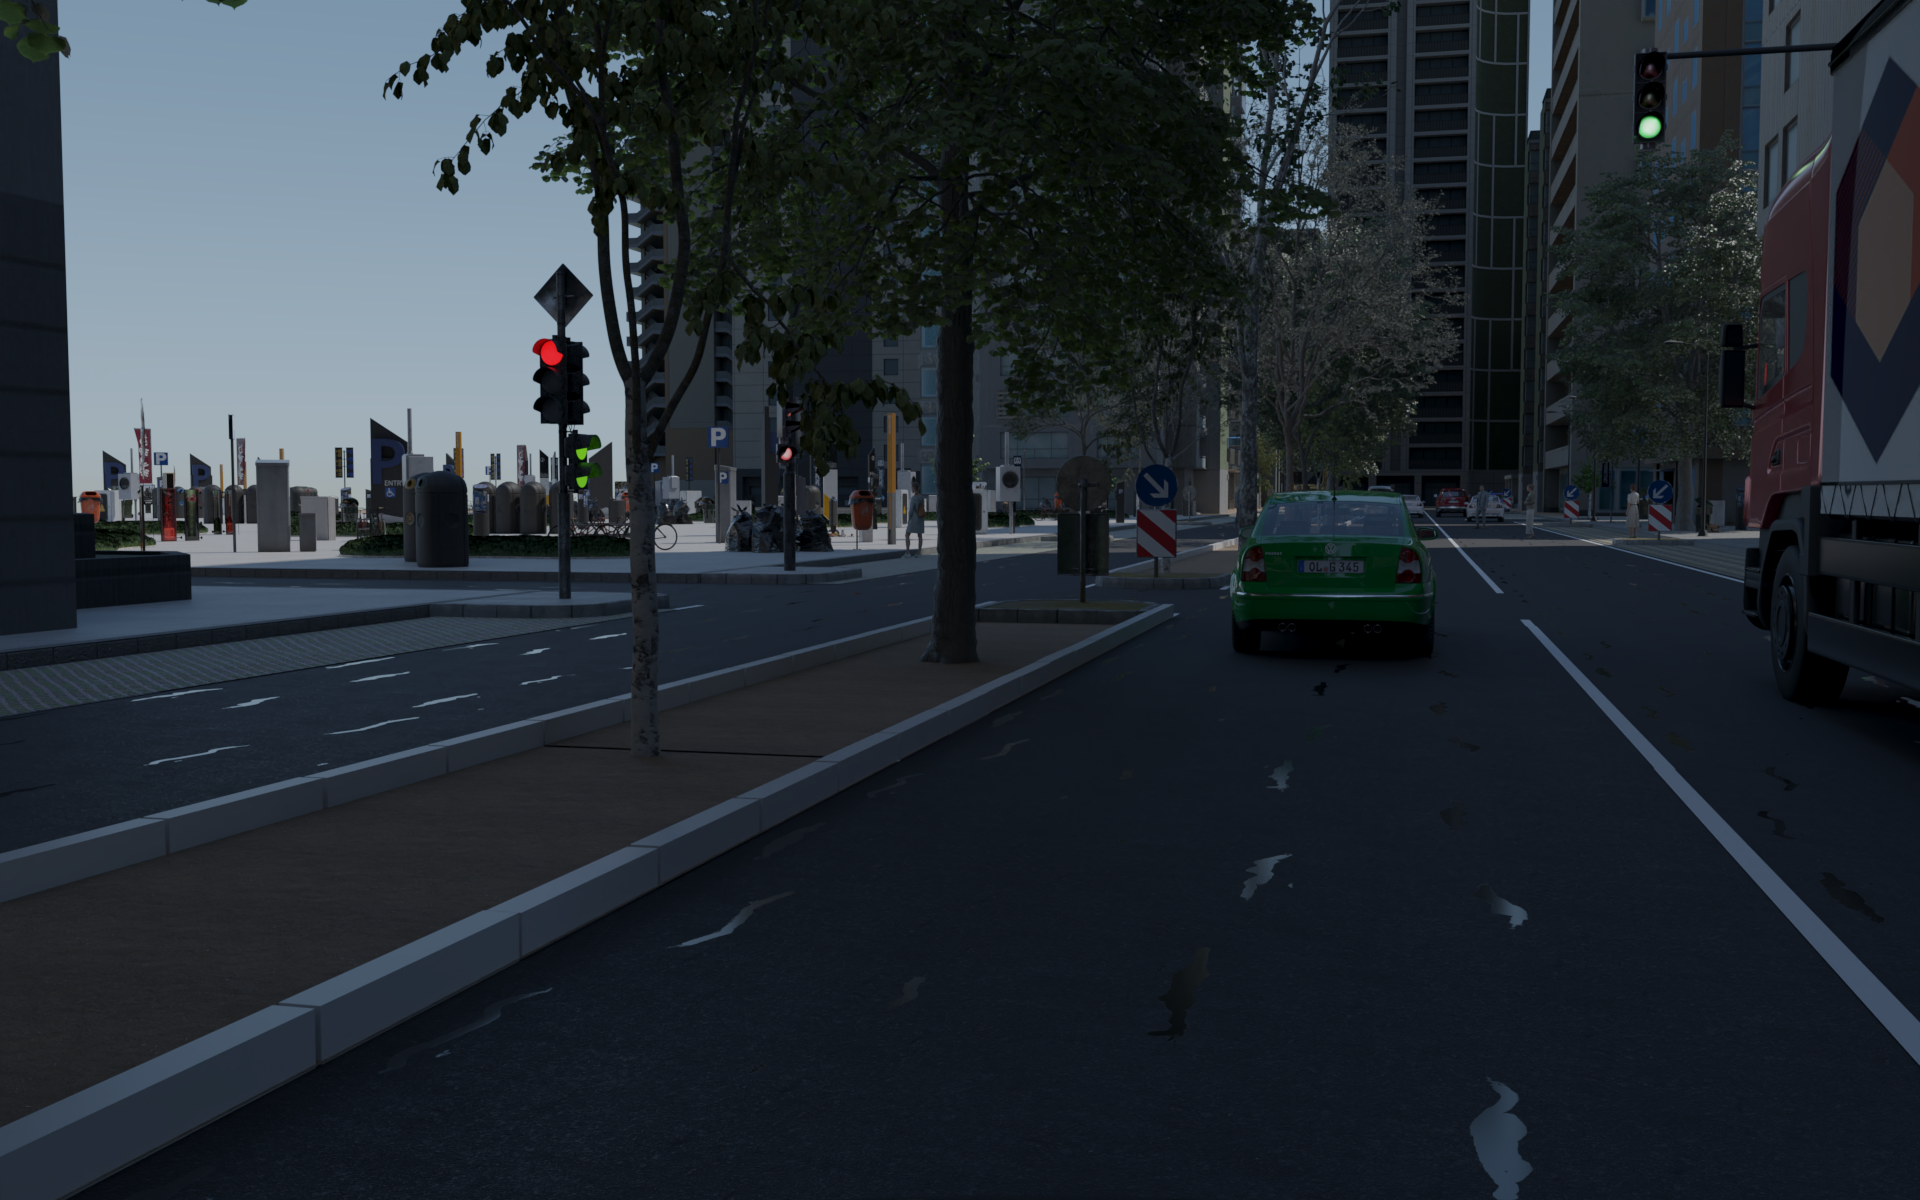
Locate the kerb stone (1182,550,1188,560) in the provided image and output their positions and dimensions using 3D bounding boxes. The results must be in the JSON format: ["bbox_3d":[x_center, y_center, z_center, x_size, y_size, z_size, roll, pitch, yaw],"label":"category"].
[{"bbox_3d":[4.779,-0.945,37.651,0.120,0.150,1.000,1,4,14],"label":"kerb stone"}]

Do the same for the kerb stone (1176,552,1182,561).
[{"bbox_3d":[4.526,-0.885,36.660,0.120,0.150,1.000,1,4,14],"label":"kerb stone"}]

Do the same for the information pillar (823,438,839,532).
[{"bbox_3d":[-4.370,-4.110,58.560,0.504,3.616,0.183,-1,4,-20],"label":"information pillar"}]

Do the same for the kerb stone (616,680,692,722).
[{"bbox_3d":[-2.027,0.665,11.317,0.120,0.150,1.000,1,4,14],"label":"kerb stone"}]

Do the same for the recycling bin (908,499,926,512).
[{"bbox_3d":[-2.246,-4.802,91.068,0.722,1.027,0.722,2,4,27],"label":"recycling bin"}]

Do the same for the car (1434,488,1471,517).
[{"bbox_3d":[30.981,-6.132,108.935,2.281,1.827,5.304,1,4,15],"label":"car"}]

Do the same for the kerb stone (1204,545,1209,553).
[{"bbox_3d":[5.809,-1.188,41.617,0.120,0.150,1.000,1,4,14],"label":"kerb stone"}]

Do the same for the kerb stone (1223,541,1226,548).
[{"bbox_3d":[6.834,-1.431,45.591,0.120,0.150,1.000,1,4,14],"label":"kerb stone"}]

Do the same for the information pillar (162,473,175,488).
[{"bbox_3d":[-27.163,-3.364,59.489,0.304,2.012,0.304,-3,5,-42],"label":"information pillar"}]

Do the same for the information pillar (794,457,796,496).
[{"bbox_3d":[-7.887,-5.570,82.416,0.183,3.616,0.504,0,4,-2],"label":"information pillar"}]

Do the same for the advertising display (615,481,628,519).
[{"bbox_3d":[-16.845,-4.980,86.635,0.974,1.923,0.123,2,4,27],"label":"advertising display"}]

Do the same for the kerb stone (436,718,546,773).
[{"bbox_3d":[-2.541,0.788,9.334,0.120,0.150,1.000,1,4,14],"label":"kerb stone"}]

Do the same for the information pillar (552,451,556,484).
[{"bbox_3d":[-22.321,-6.357,95.288,0.183,3.616,0.504,-2,4,-31],"label":"information pillar"}]

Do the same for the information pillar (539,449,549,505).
[{"bbox_3d":[-21.610,-6.033,89.992,0.504,3.616,0.183,-2,4,-26],"label":"information pillar"}]

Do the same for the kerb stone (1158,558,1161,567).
[{"bbox_3d":[3.750,-0.702,33.675,0.120,0.150,1.000,1,4,14],"label":"kerb stone"}]

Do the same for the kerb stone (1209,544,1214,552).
[{"bbox_3d":[6.063,-1.249,42.612,0.120,0.150,1.000,1,4,14],"label":"kerb stone"}]

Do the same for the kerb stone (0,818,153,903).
[{"bbox_3d":[-3.316,0.969,6.360,0.120,0.150,1.000,1,4,14],"label":"kerb stone"}]

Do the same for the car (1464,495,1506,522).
[{"bbox_3d":[27.378,-4.767,90.299,2.083,1.381,4.827,1,4,16],"label":"car"}]

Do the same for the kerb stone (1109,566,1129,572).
[{"bbox_3d":[2.724,-0.459,29.705,0.120,0.150,1.000,1,4,14],"label":"kerb stone"}]

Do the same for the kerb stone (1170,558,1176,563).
[{"bbox_3d":[4.268,-0.822,35.661,0.120,0.150,1.000,1,4,14],"label":"kerb stone"}]

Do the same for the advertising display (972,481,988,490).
[{"bbox_3d":[0.903,-4.966,86.404,0.974,1.923,0.123,-1,4,-21],"label":"advertising display"}]

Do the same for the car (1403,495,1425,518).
[{"bbox_3d":[27.222,-5.688,105.358,2.083,1.381,4.827,1,4,14],"label":"car"}]

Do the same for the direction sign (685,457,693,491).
[{"bbox_3d":[-16.572,-6.969,105.943,0.379,3.537,0.876,-3,4,-37],"label":"direction sign"}]

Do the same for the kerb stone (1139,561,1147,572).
[{"bbox_3d":[3.243,-0.580,31.684,0.120,0.150,1.000,1,4,14],"label":"kerb stone"}]

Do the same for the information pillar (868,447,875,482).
[{"bbox_3d":[-4.396,-5.799,86.174,0.183,3.616,0.504,2,4,33],"label":"information pillar"}]

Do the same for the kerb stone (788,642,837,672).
[{"bbox_3d":[-1.257,0.483,14.302,0.120,0.150,1.000,1,4,14],"label":"kerb stone"}]

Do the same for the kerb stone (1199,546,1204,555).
[{"bbox_3d":[5.545,-1.126,40.621,0.120,0.150,1.000,1,4,14],"label":"kerb stone"}]

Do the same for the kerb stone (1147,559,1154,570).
[{"bbox_3d":[3.496,-0.642,32.684,0.120,0.150,1.000,1,4,14],"label":"kerb stone"}]

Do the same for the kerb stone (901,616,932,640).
[{"bbox_3d":[-0.489,0.300,17.285,0.120,0.150,1.000,1,4,14],"label":"kerb stone"}]

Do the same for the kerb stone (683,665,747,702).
[{"bbox_3d":[-1.775,0.607,12.319,0.120,0.150,1.000,1,4,14],"label":"kerb stone"}]

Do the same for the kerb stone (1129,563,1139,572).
[{"bbox_3d":[2.987,-0.518,30.693,0.120,0.150,1.000,1,4,14],"label":"kerb stone"}]

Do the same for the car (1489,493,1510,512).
[{"bbox_3d":[39.761,-7.258,128.259,1.945,1.707,3.694,1,4,14],"label":"car"}]

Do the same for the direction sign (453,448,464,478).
[{"bbox_3d":[-24.643,-5.701,85.200,0.379,3.537,0.876,1,4,16],"label":"direction sign"}]

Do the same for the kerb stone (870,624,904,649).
[{"bbox_3d":[-0.747,0.361,16.296,0.120,0.150,1.000,1,4,14],"label":"kerb stone"}]

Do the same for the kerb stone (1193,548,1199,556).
[{"bbox_3d":[5.289,-1.066,39.631,0.120,0.150,1.000,1,4,14],"label":"kerb stone"}]

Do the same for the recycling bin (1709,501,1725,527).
[{"bbox_3d":[29.247,-3.349,67.307,0.722,1.027,0.722,1,4,8],"label":"recycling bin"}]

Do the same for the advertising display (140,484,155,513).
[{"bbox_3d":[-54.139,-6.742,115.438,0.974,1.923,0.123,-3,5,-45],"label":"advertising display"}]

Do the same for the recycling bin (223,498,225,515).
[{"bbox_3d":[-44.723,-5.705,105.827,0.722,1.027,0.722,3,5,42],"label":"recycling bin"}]

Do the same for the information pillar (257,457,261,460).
[{"bbox_3d":[-43.861,-7.176,108.682,0.504,3.616,0.183,2,4,26],"label":"information pillar"}]

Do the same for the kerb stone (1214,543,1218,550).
[{"bbox_3d":[6.318,-1.310,43.612,0.120,0.150,1.000,1,4,14],"label":"kerb stone"}]

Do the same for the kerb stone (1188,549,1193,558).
[{"bbox_3d":[5.024,-1.006,38.643,0.120,0.150,1.000,1,4,14],"label":"kerb stone"}]

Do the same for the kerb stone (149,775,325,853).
[{"bbox_3d":[-3.061,0.908,7.351,0.120,0.150,1.000,1,4,14],"label":"kerb stone"}]

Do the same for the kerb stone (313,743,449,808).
[{"bbox_3d":[-2.799,0.849,8.344,0.120,0.150,1.000,1,4,14],"label":"kerb stone"}]

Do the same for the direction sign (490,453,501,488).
[{"bbox_3d":[-25.835,-6.387,96.419,0.876,3.537,0.379,3,4,38],"label":"direction sign"}]

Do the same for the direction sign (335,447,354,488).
[{"bbox_3d":[-29.779,-5.617,83.840,0.876,3.537,0.379,0,4,-3],"label":"direction sign"}]

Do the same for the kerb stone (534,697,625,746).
[{"bbox_3d":[-2.286,0.726,10.327,0.120,0.150,1.000,1,4,14],"label":"kerb stone"}]

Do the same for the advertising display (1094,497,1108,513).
[{"bbox_3d":[6.135,-4.389,76.972,0.974,1.923,0.123,2,4,34],"label":"advertising display"}]

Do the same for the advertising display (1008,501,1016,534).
[{"bbox_3d":[1.704,-3.135,56.477,0.123,1.923,0.974,0,4,-6],"label":"advertising display"}]

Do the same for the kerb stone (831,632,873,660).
[{"bbox_3d":[-1.001,0.422,15.298,0.120,0.150,1.000,1,4,14],"label":"kerb stone"}]

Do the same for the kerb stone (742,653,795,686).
[{"bbox_3d":[-1.514,0.546,13.307,0.120,0.150,1.000,1,4,14],"label":"kerb stone"}]

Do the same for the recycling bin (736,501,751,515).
[{"bbox_3d":[-8.489,-3.306,66.604,0.722,1.027,0.722,-2,4,-30],"label":"recycling bin"}]

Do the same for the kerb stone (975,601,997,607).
[{"bbox_3d":[0.285,0.122,20.262,0.120,0.150,1.000,1,4,14],"label":"kerb stone"}]

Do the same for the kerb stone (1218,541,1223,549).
[{"bbox_3d":[6.584,-1.370,44.599,0.120,0.150,1.000,1,4,14],"label":"kerb stone"}]

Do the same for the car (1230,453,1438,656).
[{"bbox_3d":[3.660,-0.493,16.854,1.959,1.807,4.718,1,4,13],"label":"car"}]
